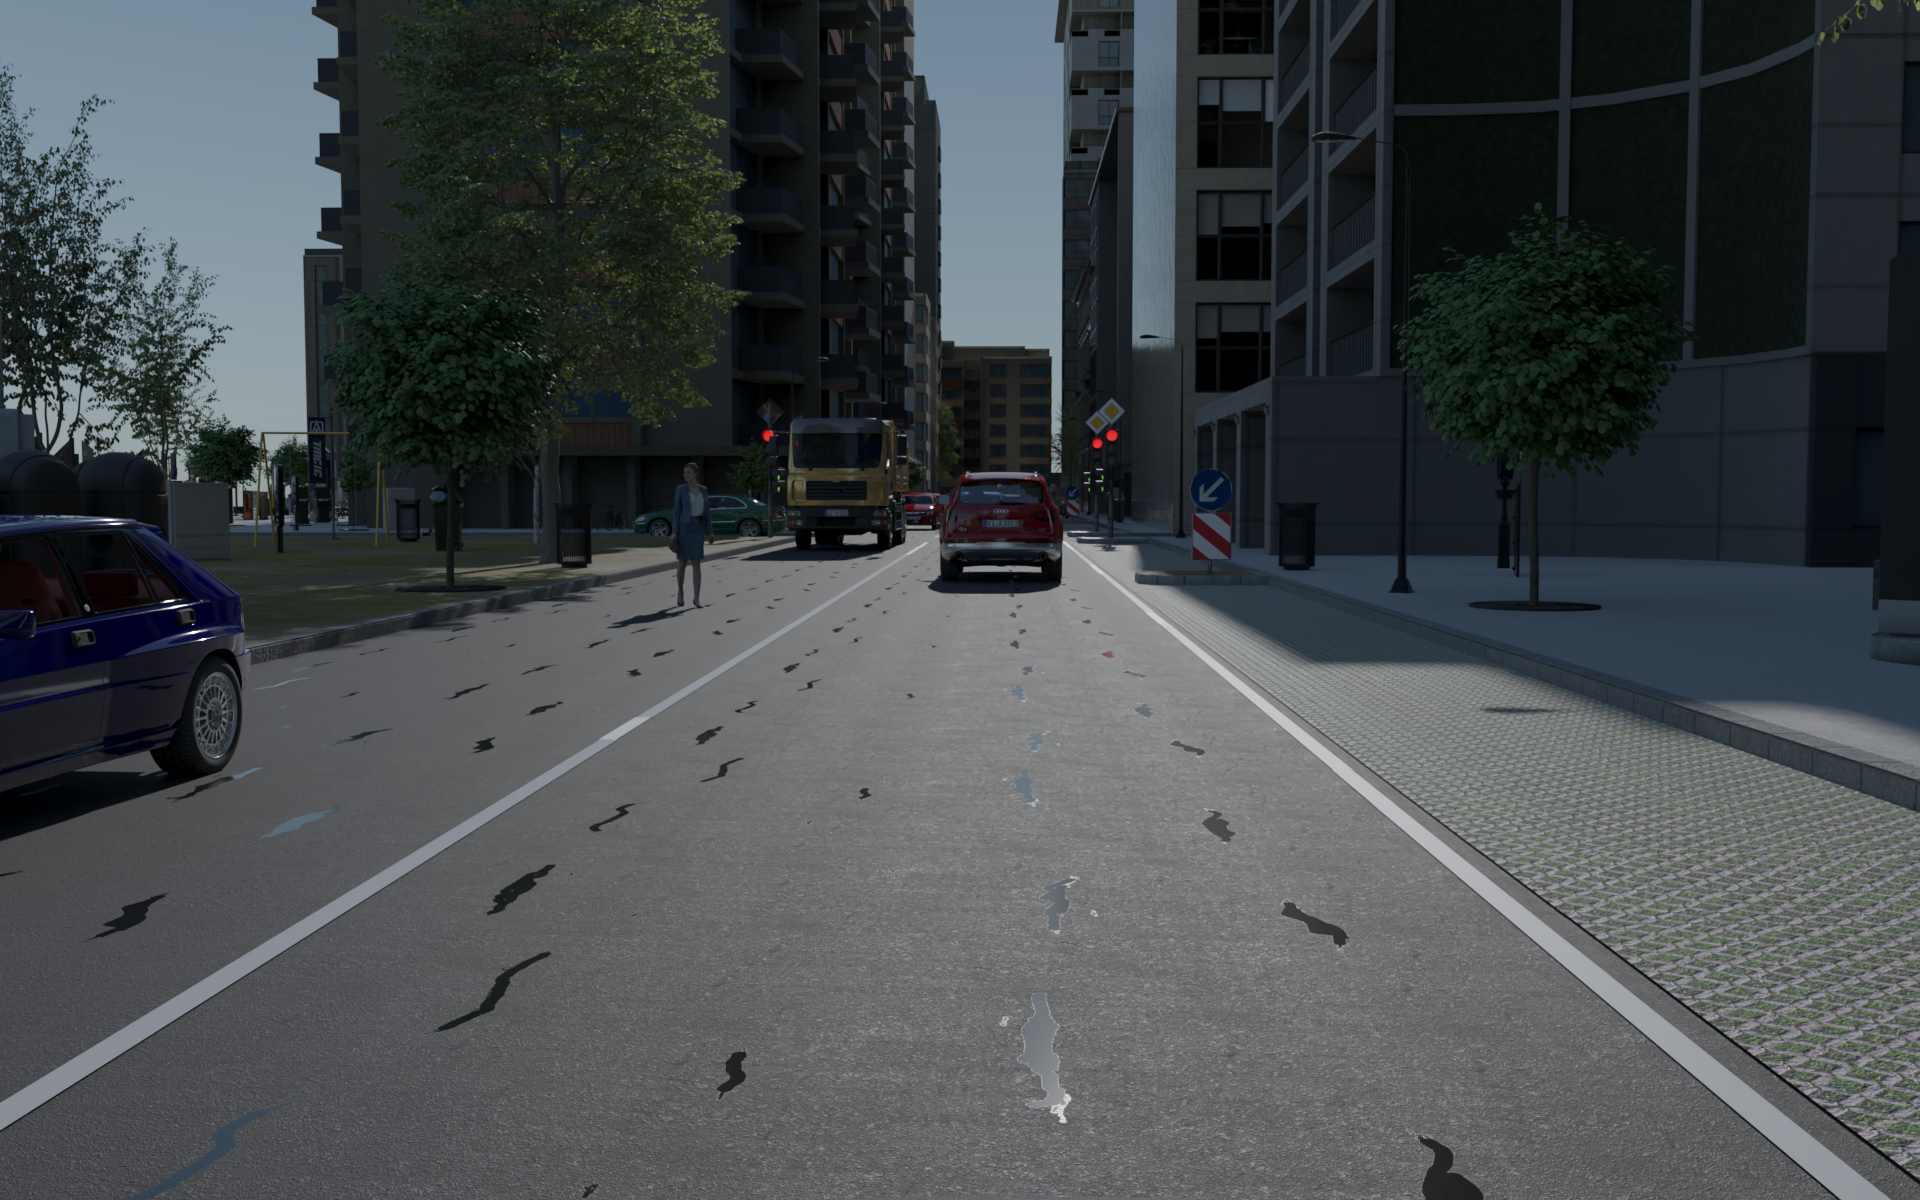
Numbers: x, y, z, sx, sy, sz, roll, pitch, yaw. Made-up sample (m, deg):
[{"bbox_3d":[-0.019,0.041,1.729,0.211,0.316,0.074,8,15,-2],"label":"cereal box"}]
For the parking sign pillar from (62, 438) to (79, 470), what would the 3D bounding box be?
[{"bbox_3d":[-42.843,-5.785,83.053,1.447,3.967,1.447,1,4,22],"label":"parking sign pillar"}]

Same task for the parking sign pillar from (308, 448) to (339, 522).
[{"bbox_3d":[-30.028,-5.688,81.467,1.447,3.967,1.447,2,4,30],"label":"parking sign pillar"}]

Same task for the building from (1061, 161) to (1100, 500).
[{"bbox_3d":[15.930,-23.307,152.778,14.160,30.474,14.107,0,4,1],"label":"building"}]

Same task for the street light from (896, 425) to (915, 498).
[{"bbox_3d":[-3.702,-8.799,116.407,1.470,5.913,1.316,0,4,1],"label":"street light"}]

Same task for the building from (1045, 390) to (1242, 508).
[{"bbox_3d":[20.335,-46.461,197.894,20.563,71.187,20.611,0,4,1],"label":"building"}]

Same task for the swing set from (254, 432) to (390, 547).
[{"bbox_3d":[-15.981,-2.825,43.809,3.119,2.851,2.862,-1,4,-12],"label":"swing set"}]

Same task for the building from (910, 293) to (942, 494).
[{"bbox_3d":[-16.348,-19.497,163.808,27.650,21.520,28.899,0,4,1],"label":"building"}]

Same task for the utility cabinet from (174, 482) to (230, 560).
[{"bbox_3d":[-14.788,-1.523,33.587,0.318,1.500,1.173,2,4,32],"label":"utility cabinet"}]

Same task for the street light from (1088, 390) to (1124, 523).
[{"bbox_3d":[6.610,-6.404,77.241,1.470,5.913,1.316,0,4,1],"label":"street light"}]

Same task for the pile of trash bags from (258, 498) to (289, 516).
[{"bbox_3d":[-40.808,-5.754,103.829,3.447,1.369,1.912,-3,4,-39],"label":"pile of trash bags"}]

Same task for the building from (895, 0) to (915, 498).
[{"bbox_3d":[-11.002,-30.037,141.222,14.600,45.320,14.200,0,4,1],"label":"building"}]

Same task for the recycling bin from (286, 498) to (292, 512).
[{"bbox_3d":[-46.815,-6.629,120.943,0.722,1.027,0.722,-3,5,-41],"label":"recycling bin"}]

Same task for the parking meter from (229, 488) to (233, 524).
[{"bbox_3d":[-31.529,-4.050,74.626,0.372,1.533,0.369,0,3,0],"label":"parking meter"}]

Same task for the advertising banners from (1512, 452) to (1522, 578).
[{"bbox_3d":[8.678,-1.877,26.880,0.090,3.025,2.074,1,4,16],"label":"advertising banners"}]

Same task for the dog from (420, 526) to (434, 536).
[{"bbox_3d":[-17.379,-2.223,56.540,0.550,0.427,0.748,-3,5,-40],"label":"dog"}]

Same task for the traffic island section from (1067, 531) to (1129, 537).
[{"bbox_3d":[4.650,-2.227,58.699,2.009,0.180,2.903,0,4,1],"label":"traffic island section"}]

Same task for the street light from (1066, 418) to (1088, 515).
[{"bbox_3d":[7.312,-8.127,105.409,1.470,5.913,1.316,0,4,1],"label":"street light"}]

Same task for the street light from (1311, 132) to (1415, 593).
[{"bbox_3d":[5.209,-3.048,22.383,1.470,5.913,1.316,0,4,1],"label":"street light"}]

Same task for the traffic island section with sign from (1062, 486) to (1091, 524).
[{"bbox_3d":[5.310,-4.584,83.574,1.989,1.847,2.006,0,4,1],"label":"traffic island section with sign"}]

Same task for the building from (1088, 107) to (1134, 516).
[{"bbox_3d":[15.151,-17.128,99.104,14.314,24.678,30.058,0,4,1],"label":"building"}]

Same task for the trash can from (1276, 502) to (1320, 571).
[{"bbox_3d":[5.688,-1.074,29.220,0.748,1.137,0.748,0,3,0],"label":"trash can"}]

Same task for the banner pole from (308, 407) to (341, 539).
[{"bbox_3d":[-18.214,-3.643,49.578,0.863,3.779,0.401,-1,4,-20],"label":"banner pole"}]

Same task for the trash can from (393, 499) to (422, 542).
[{"bbox_3d":[-14.825,-2.133,46.525,0.748,1.137,0.748,0,3,0],"label":"trash can"}]

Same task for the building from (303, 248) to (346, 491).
[{"bbox_3d":[-67.740,-26.471,204.507,14.107,30.474,14.160,0,4,1],"label":"building"}]

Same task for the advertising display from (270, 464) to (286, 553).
[{"bbox_3d":[-14.968,-2.009,38.057,0.123,1.923,0.974,-2,4,-28],"label":"advertising display"}]

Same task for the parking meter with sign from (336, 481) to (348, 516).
[{"bbox_3d":[-36.039,-6.424,101.286,0.543,3.016,1.738,-3,5,-42],"label":"parking meter with sign"}]

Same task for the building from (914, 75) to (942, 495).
[{"bbox_3d":[-13.083,-35.148,198.371,21.600,48.544,21.300,0,4,1],"label":"building"}]

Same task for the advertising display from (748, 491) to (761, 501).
[{"bbox_3d":[-7.279,-3.430,61.286,0.123,1.923,0.974,-2,4,-27],"label":"advertising display"}]

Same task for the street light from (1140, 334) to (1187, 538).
[{"bbox_3d":[5.928,-4.771,50.551,1.470,5.913,1.316,0,4,1],"label":"street light"}]

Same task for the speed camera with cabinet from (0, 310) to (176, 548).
[{"bbox_3d":[-9.849,-1.520,19.193,2.038,3.252,0.660,-2,4,-30],"label":"speed camera with cabinet"}]

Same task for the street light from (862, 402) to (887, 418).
[{"bbox_3d":[-4.418,-7.057,87.923,1.470,5.913,1.316,0,4,1],"label":"street light"}]

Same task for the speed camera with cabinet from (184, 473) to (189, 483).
[{"bbox_3d":[-50.264,-7.154,111.308,2.038,3.252,0.660,-2,4,-26],"label":"speed camera with cabinet"}]

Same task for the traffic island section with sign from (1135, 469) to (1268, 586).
[{"bbox_3d":[3.847,-1.179,27.911,1.989,1.847,2.006,0,4,1],"label":"traffic island section with sign"}]

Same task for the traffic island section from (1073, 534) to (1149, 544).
[{"bbox_3d":[4.441,-1.739,50.717,2.009,0.180,2.903,0,4,1],"label":"traffic island section"}]

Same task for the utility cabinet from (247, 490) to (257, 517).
[{"bbox_3d":[-39.498,-5.373,96.524,0.318,1.500,1.173,0,4,0],"label":"utility cabinet"}]

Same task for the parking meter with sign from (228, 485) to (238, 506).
[{"bbox_3d":[-50.239,-7.456,118.170,1.738,3.016,0.543,-1,4,-18],"label":"parking meter with sign"}]

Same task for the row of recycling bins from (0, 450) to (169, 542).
[{"bbox_3d":[-8.988,-0.540,15.943,1.069,1.692,3.534,2,4,34],"label":"row of recycling bins"}]

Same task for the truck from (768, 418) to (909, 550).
[{"bbox_3d":[-2.943,-3.119,46.913,3.469,3.379,9.791,0,4,2],"label":"truck"}]

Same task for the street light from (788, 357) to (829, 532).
[{"bbox_3d":[-5.155,-5.290,59.040,1.470,5.913,1.316,0,4,1],"label":"street light"}]

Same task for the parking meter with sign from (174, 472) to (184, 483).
[{"bbox_3d":[-50.500,-7.140,112.998,1.738,3.016,0.543,1,4,12],"label":"parking meter with sign"}]

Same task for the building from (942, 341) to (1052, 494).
[{"bbox_3d":[-2.558,-23.633,231.430,28.899,21.520,27.650,0,4,1],"label":"building"}]

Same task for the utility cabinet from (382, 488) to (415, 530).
[{"bbox_3d":[-19.640,-3.180,60.674,0.318,1.500,1.173,2,4,32],"label":"utility cabinet"}]

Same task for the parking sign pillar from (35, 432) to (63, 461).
[{"bbox_3d":[-40.695,-5.356,76.040,1.447,3.967,1.447,1,4,16],"label":"parking sign pillar"}]

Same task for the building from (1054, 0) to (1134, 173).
[{"bbox_3d":[24.126,-35.726,173.363,28.713,52.752,27.495,0,4,1],"label":"building"}]

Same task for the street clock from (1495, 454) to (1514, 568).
[{"bbox_3d":[9.400,-1.549,29.896,0.358,2.002,0.471,1,4,10],"label":"street clock"}]

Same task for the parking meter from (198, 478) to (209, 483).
[{"bbox_3d":[-28.118,-3.595,64.494,0.399,1.863,0.255,-1,4,-15],"label":"parking meter"}]

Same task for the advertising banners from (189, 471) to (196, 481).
[{"bbox_3d":[-47.846,-6.947,109.778,2.074,3.025,0.090,-1,4,-10],"label":"advertising banners"}]

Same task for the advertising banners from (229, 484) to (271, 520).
[{"bbox_3d":[-35.146,-5.462,85.499,2.074,3.025,0.090,0,4,-3],"label":"advertising banners"}]

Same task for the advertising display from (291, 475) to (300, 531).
[{"bbox_3d":[-23.218,-3.382,60.503,0.123,1.923,0.974,-2,4,-30],"label":"advertising display"}]

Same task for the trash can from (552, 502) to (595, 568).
[{"bbox_3d":[-6.751,-1.140,30.287,0.748,1.137,0.748,0,3,0],"label":"trash can"}]

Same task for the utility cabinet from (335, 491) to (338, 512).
[{"bbox_3d":[-39.768,-6.297,111.627,1.173,1.500,0.318,1,4,8],"label":"utility cabinet"}]

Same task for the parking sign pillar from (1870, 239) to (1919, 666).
[{"bbox_3d":[7.800,-1.511,13.171,1.447,3.967,1.447,-3,5,-42],"label":"parking sign pillar"}]
